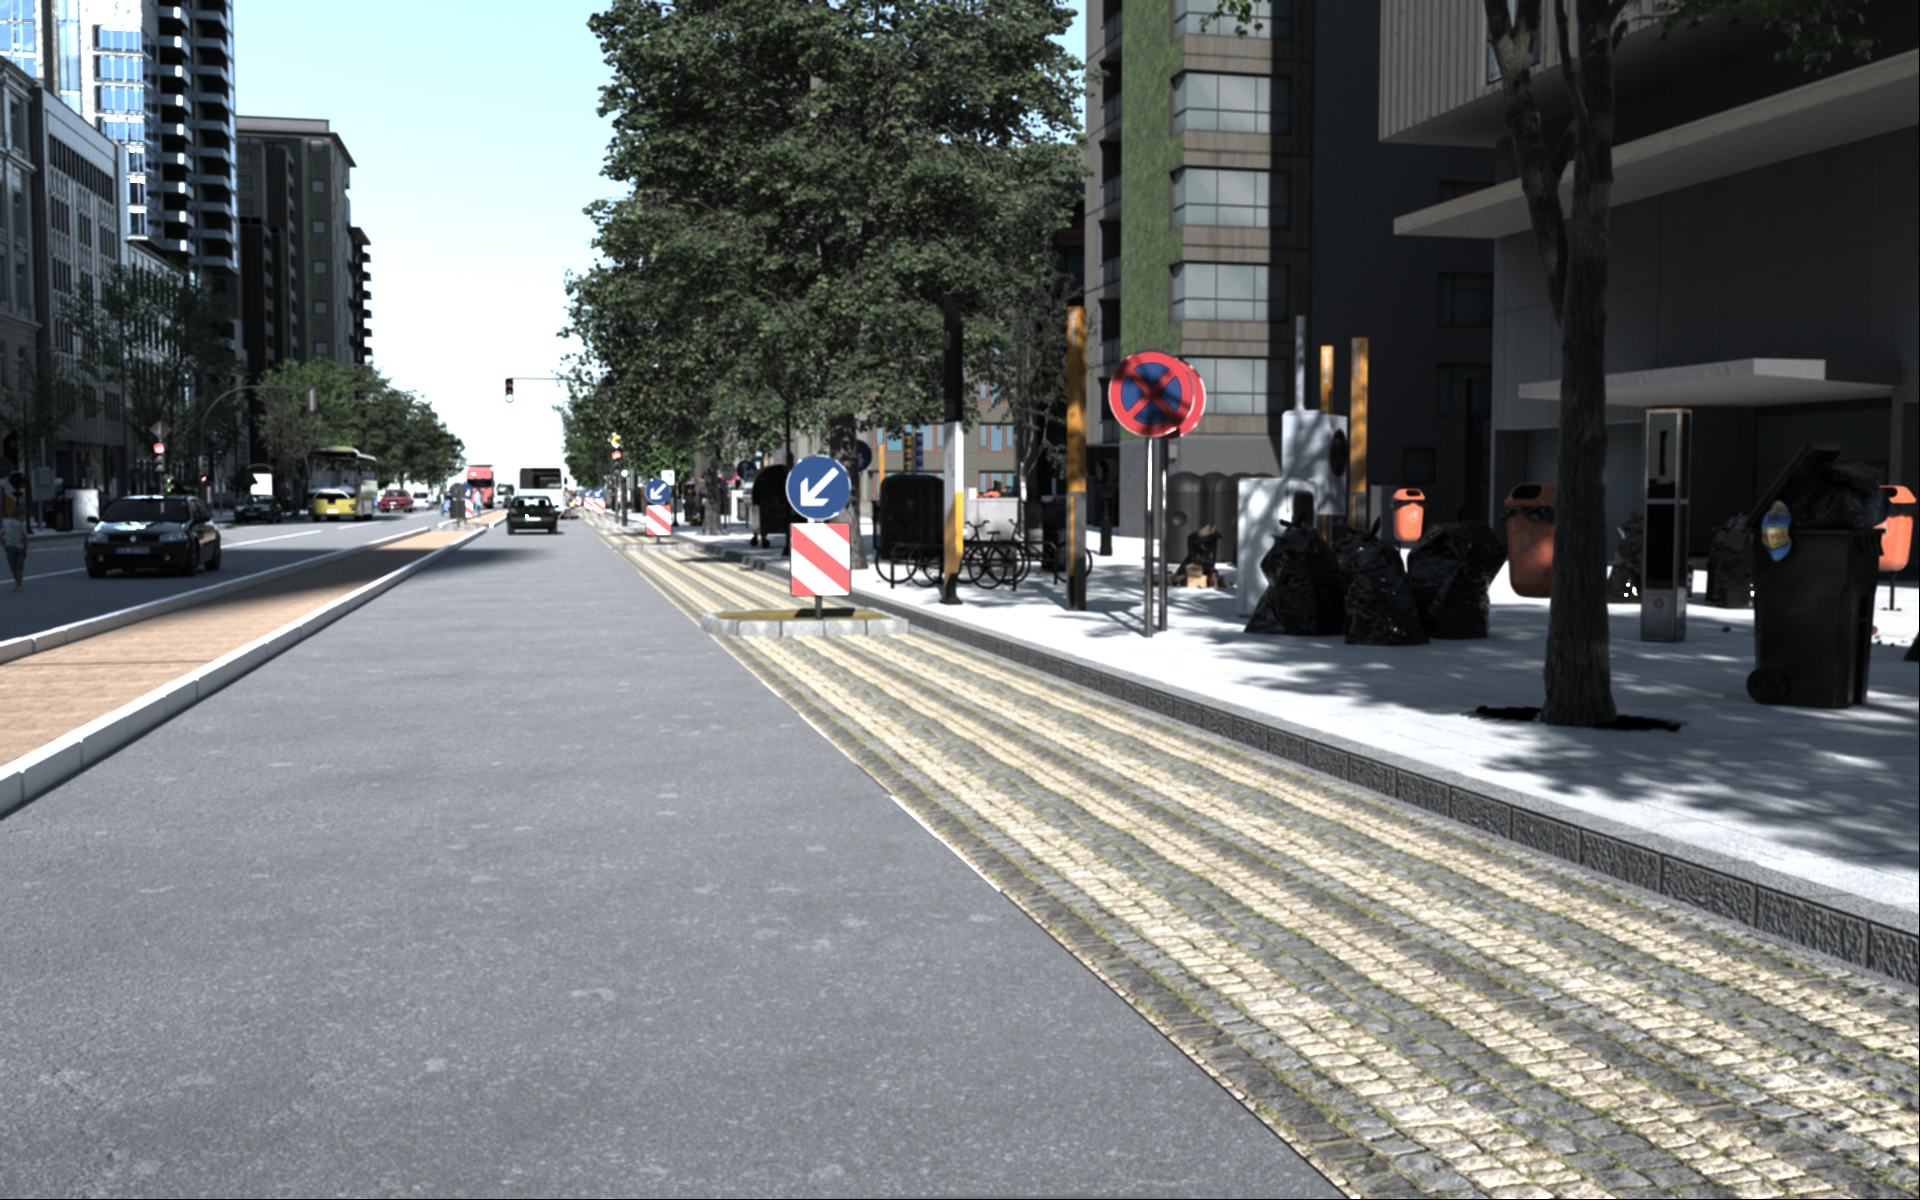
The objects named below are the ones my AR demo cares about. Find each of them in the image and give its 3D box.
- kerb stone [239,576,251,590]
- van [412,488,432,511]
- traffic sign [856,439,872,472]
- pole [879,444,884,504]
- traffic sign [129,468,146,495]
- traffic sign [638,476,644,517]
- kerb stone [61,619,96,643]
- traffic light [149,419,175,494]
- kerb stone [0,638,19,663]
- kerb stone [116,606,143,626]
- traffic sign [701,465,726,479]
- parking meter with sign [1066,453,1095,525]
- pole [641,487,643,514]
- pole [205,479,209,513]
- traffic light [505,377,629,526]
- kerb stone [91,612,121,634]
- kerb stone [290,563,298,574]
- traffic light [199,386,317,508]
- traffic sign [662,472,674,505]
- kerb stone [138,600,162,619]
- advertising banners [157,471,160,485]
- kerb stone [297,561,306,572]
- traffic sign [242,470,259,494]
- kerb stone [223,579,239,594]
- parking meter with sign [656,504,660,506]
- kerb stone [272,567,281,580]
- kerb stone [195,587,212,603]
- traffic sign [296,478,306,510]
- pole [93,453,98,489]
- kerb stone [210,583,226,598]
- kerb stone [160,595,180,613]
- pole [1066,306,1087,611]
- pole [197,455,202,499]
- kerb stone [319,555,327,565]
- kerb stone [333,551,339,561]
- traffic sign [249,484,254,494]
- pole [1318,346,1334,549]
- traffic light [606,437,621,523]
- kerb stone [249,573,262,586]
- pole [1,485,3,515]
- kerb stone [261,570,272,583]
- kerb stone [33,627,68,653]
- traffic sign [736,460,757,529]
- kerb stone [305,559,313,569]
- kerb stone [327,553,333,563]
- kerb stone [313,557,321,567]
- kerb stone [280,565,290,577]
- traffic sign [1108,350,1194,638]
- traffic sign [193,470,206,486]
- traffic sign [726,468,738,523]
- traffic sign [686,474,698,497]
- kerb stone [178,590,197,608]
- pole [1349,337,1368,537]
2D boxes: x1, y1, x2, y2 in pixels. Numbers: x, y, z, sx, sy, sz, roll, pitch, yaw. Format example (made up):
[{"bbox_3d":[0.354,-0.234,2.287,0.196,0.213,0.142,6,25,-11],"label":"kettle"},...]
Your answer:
[{"bbox_3d":[-10.810,-0.230,25.955,0.120,0.150,1.000,-1,4,-13],"label":"kerb stone"},{"bbox_3d":[-47.227,-8.864,151.940,2.013,2.044,4.112,-1,4,-12],"label":"van"},{"bbox_3d":[-2.431,-2.460,40.332,0.768,2.556,0.104,-1,4,-12],"label":"traffic sign"},{"bbox_3d":[-3.206,-4.712,70.888,0.158,3.312,0.155,0,3,0],"label":"pole"},{"bbox_3d":[-39.552,-5.088,83.289,0.768,2.556,0.104,0,4,-7],"label":"traffic sign"},{"bbox_3d":[-17.947,-5.878,98.235,0.606,2.300,0.079,-1,4,-9],"label":"traffic sign"},{"bbox_3d":[-8.695,0.318,16.990,0.120,0.150,1.000,-1,4,-13],"label":"kerb stone"},{"bbox_3d":[-29.762,-4.629,64.603,0.839,4.253,0.868,-1,4,-13],"label":"traffic light"},{"bbox_3d":[-8.241,0.440,14.997,0.120,0.150,1.000,-1,4,-13],"label":"kerb stone"},{"bbox_3d":[-9.168,0.197,18.980,0.120,0.150,1.000,-1,4,-13],"label":"kerb stone"},{"bbox_3d":[-8.814,-3.785,61.881,0.884,2.594,0.081,0,4,-6],"label":"traffic sign"},{"bbox_3d":[5.316,-4.681,72.788,1.738,3.016,0.543,0,4,1],"label":"parking meter with sign"},{"bbox_3d":[-20.660,-7.276,112.810,0.158,3.312,0.155,0,3,0],"label":"pole"},{"bbox_3d":[-41.137,-6.158,94.519,0.158,3.312,0.155,0,3,0],"label":"pole"},{"bbox_3d":[-15.323,-5.701,67.879,4.771,5.953,1.251,-1,4,-13],"label":"traffic light"},{"bbox_3d":[-8.932,0.260,17.985,0.120,0.150,1.000,-1,4,-13],"label":"kerb stone"},{"bbox_3d":[-12.000,-0.535,30.937,0.120,0.150,1.000,-1,4,-13],"label":"kerb stone"},{"bbox_3d":[-29.585,-6.007,72.887,4.771,5.953,1.251,-1,4,-13],"label":"traffic light"},{"bbox_3d":[-12.904,-4.568,76.821,0.606,2.300,0.079,0,4,-5],"label":"traffic sign"},{"bbox_3d":[-9.405,0.136,19.974,0.120,0.150,1.000,-1,4,-13],"label":"kerb stone"},{"bbox_3d":[-55.353,-7.672,121.626,2.074,3.025,0.090,-1,4,-15],"label":"advertising banners"},{"bbox_3d":[-12.242,-0.588,31.931,0.120,0.150,1.000,-1,4,-13],"label":"kerb stone"},{"bbox_3d":[-38.894,-5.808,94.966,0.884,2.594,0.081,-1,4,-11],"label":"traffic sign"},{"bbox_3d":[-10.581,-0.169,24.959,0.120,0.150,1.000,-1,4,-13],"label":"kerb stone"},{"bbox_3d":[-17.548,-6.440,101.553,0.543,3.016,1.738,0,4,3],"label":"parking meter with sign"},{"bbox_3d":[-11.529,-0.413,28.947,0.120,0.150,1.000,-1,4,-13],"label":"kerb stone"},{"bbox_3d":[-10.116,-0.047,22.966,0.120,0.150,1.000,-1,4,-13],"label":"kerb stone"},{"bbox_3d":[-53.619,-8.610,140.881,0.768,2.556,0.104,0,4,-4],"label":"traffic sign"},{"bbox_3d":[-42.913,-5.637,86.012,0.158,3.312,0.155,0,3,0],"label":"pole"},{"bbox_3d":[-10.350,-0.103,23.963,0.120,0.150,1.000,-1,4,-13],"label":"kerb stone"},{"bbox_3d":[-9.644,0.077,20.968,0.120,0.150,1.000,-1,4,-13],"label":"kerb stone"},{"bbox_3d":[1.274,-1.534,18.930,0.158,3.312,0.155,0,3,0],"label":"pole"},{"bbox_3d":[-39.295,-5.851,89.511,0.158,3.312,0.155,0,3,0],"label":"pole"},{"bbox_3d":[-12.940,-0.776,34.926,0.120,0.150,1.000,-1,4,-13],"label":"kerb stone"},{"bbox_3d":[-13.413,-0.899,36.921,0.120,0.150,1.000,-1,4,-13],"label":"kerb stone"},{"bbox_3d":[-46.705,-6.956,113.837,0.768,2.556,0.104,0,4,-6],"label":"traffic sign"},{"bbox_3d":[5.060,-1.842,23.952,0.158,3.312,0.155,0,3,0],"label":"pole"},{"bbox_3d":[-15.146,-5.342,76.269,0.839,4.253,0.868,-1,4,-13],"label":"traffic light"},{"bbox_3d":[-11.053,-0.291,26.959,0.120,0.150,1.000,-1,4,-13],"label":"kerb stone"},{"bbox_3d":[-32.854,-3.995,59.168,0.158,3.312,0.155,0,3,0],"label":"pole"},{"bbox_3d":[-11.291,-0.349,27.953,0.120,0.150,1.000,-1,4,-13],"label":"kerb stone"},{"bbox_3d":[-8.462,0.384,15.995,0.120,0.150,1.000,-1,4,-13],"label":"kerb stone"},{"bbox_3d":[-7.903,-3.924,64.257,0.768,2.556,0.104,0,4,-6],"label":"traffic sign"},{"bbox_3d":[-12.473,-0.656,32.927,0.120,0.150,1.000,-1,4,-13],"label":"kerb stone"},{"bbox_3d":[-13.177,-0.840,35.926,0.120,0.150,1.000,-1,4,-13],"label":"kerb stone"},{"bbox_3d":[-12.706,-0.718,33.931,0.120,0.150,1.000,-1,4,-13],"label":"kerb stone"},{"bbox_3d":[-11.760,-0.474,29.943,0.120,0.150,1.000,-1,4,-13],"label":"kerb stone"},{"bbox_3d":[1.688,-0.937,15.423,0.768,2.556,0.104,0,4,-6],"label":"traffic sign"},{"bbox_3d":[-41.155,-5.717,93.479,0.884,2.594,0.081,0,4,-8],"label":"traffic sign"},{"bbox_3d":[-10.220,-4.685,76.699,0.768,2.556,0.104,-1,4,-13],"label":"traffic sign"},{"bbox_3d":[-15.826,-6.224,101.773,0.884,2.594,0.081,0,4,-5],"label":"traffic sign"},{"bbox_3d":[-9.872,0.014,21.965,0.120,0.150,1.000,-1,4,-13],"label":"kerb stone"},{"bbox_3d":[5.216,-1.764,22.690,0.158,3.312,0.155,0,3,0],"label":"pole"}]
